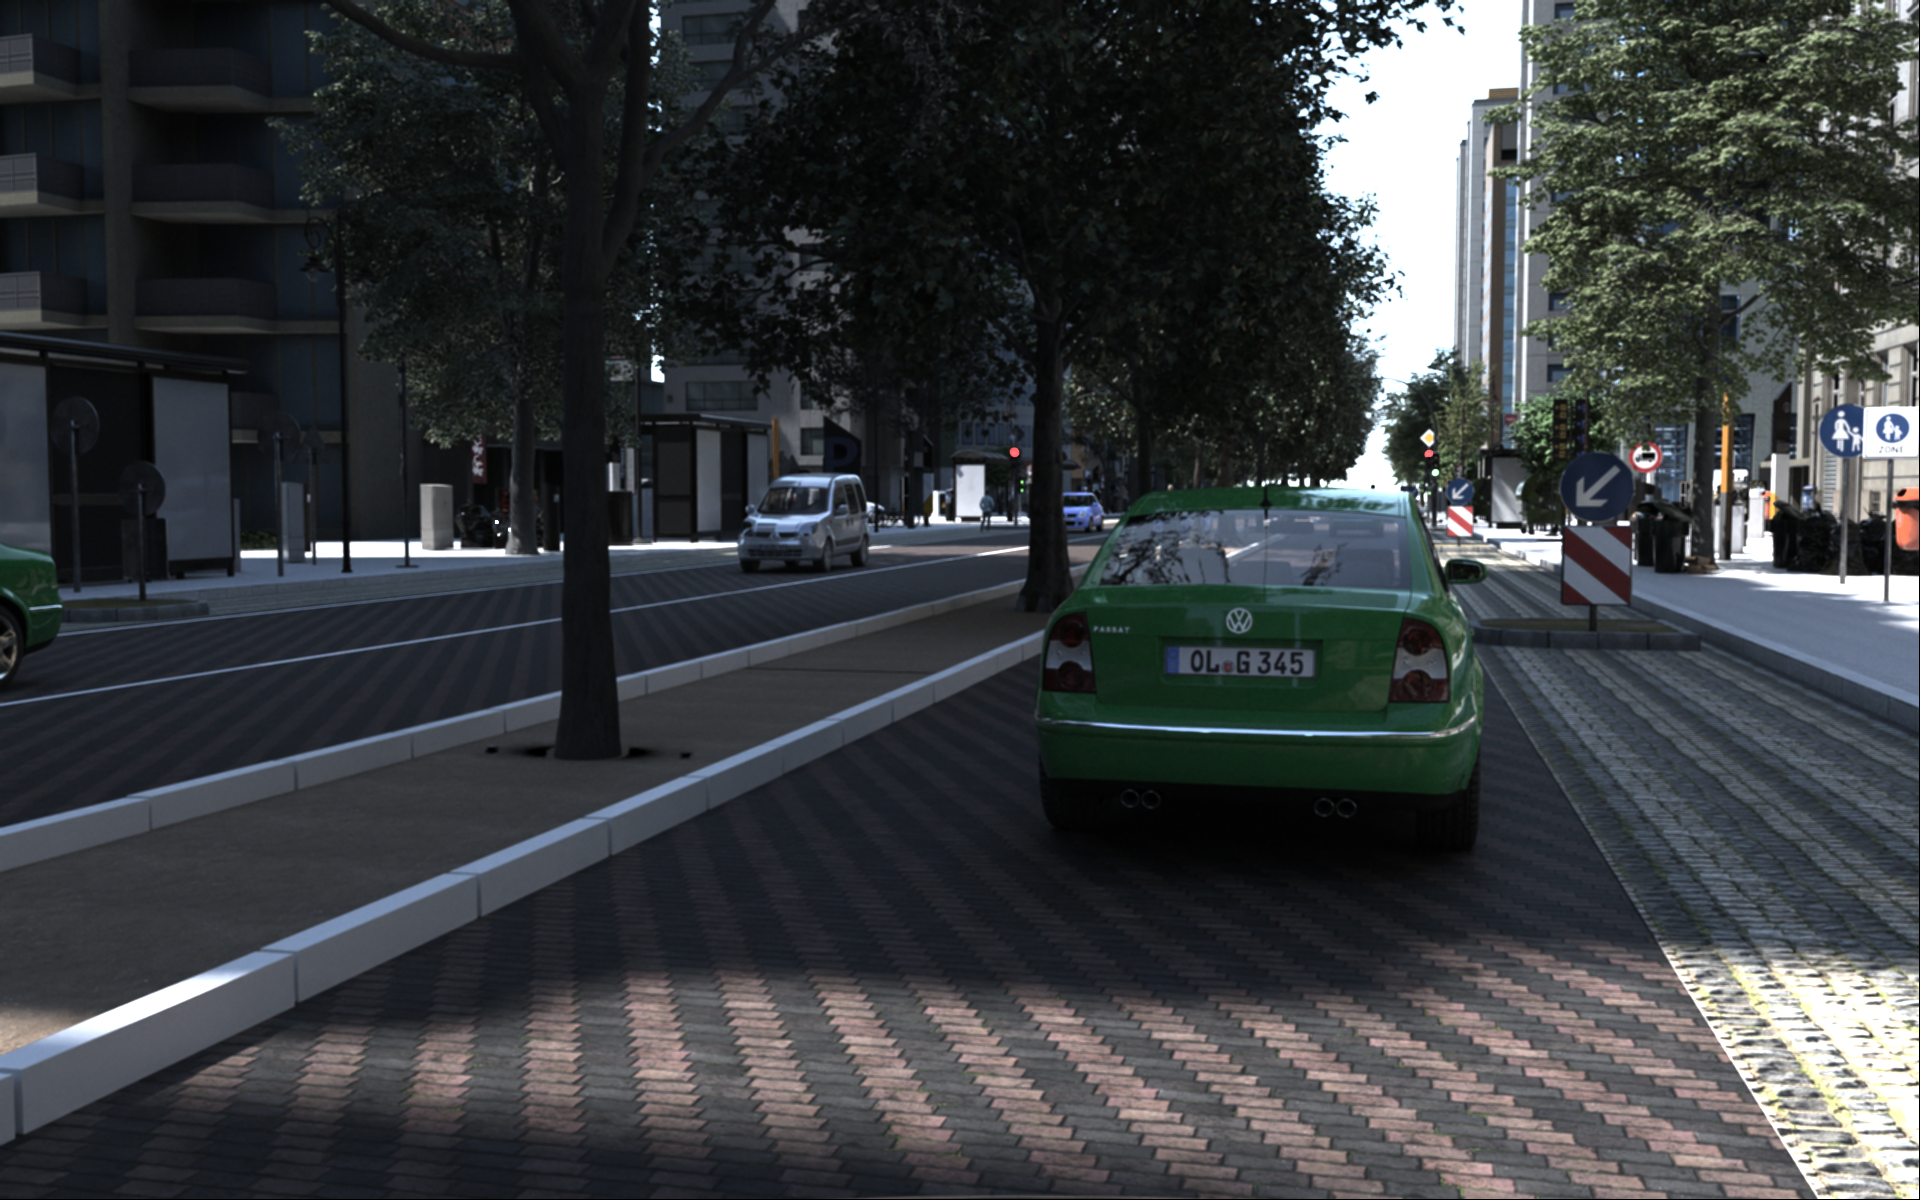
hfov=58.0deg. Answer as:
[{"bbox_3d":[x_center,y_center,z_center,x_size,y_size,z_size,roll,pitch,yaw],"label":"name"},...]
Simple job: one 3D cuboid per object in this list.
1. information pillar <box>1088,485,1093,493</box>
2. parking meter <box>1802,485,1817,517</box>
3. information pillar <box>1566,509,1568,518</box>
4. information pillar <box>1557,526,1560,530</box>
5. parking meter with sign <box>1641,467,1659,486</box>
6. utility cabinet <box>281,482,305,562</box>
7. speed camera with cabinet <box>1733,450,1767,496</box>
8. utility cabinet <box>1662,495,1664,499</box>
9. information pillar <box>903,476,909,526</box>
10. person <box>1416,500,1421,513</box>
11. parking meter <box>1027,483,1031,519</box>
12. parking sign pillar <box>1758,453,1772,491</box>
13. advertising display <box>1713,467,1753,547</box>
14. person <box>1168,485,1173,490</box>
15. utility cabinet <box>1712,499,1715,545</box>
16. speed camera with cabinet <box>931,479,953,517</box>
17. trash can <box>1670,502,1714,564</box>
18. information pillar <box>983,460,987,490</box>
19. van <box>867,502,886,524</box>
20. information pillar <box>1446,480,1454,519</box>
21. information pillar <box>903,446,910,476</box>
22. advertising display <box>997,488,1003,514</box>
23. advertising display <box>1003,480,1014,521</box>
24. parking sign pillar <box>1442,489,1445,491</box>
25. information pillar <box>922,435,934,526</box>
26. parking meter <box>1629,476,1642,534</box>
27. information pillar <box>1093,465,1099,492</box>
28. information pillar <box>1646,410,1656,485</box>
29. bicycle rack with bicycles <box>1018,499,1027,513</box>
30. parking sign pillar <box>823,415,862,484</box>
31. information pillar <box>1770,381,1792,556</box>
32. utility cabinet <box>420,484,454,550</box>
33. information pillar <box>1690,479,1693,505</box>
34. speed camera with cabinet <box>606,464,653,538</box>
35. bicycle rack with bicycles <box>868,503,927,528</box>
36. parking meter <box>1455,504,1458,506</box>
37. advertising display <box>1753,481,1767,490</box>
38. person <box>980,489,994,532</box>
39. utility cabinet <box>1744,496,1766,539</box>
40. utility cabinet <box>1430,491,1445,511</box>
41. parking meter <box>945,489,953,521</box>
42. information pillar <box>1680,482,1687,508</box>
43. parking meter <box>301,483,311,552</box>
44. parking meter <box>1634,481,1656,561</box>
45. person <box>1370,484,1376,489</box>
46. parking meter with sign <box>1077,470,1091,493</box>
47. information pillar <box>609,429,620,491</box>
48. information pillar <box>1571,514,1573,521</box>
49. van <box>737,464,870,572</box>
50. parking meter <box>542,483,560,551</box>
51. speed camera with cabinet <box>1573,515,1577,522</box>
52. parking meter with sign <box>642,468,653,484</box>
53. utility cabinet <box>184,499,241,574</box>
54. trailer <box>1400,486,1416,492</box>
[{"bbox_3d":[11.139,-8.772,147.912,0.304,2.012,0.304,0,4,-8],"label":"information pillar"},{"bbox_3d":[23.998,-2.479,48.945,0.372,1.533,0.369,0,3,0],"label":"parking meter"},{"bbox_3d":[31.995,-6.137,91.695,0.504,3.616,0.183,-2,4,-24],"label":"information pillar"},{"bbox_3d":[21.471,-4.328,62.117,0.183,3.616,0.504,2,4,24],"label":"information pillar"},{"bbox_3d":[37.552,-6.069,95.491,1.738,3.016,0.543,2,4,25],"label":"parking meter with sign"},{"bbox_3d":[-12.571,-1.465,32.628,0.318,1.500,1.173,-2,4,-28],"label":"utility cabinet"},{"bbox_3d":[35.184,-5.079,77.382,0.660,3.252,2.038,-1,4,-15],"label":"speed camera with cabinet"},{"bbox_3d":[37.870,-5.049,93.705,0.306,1.237,1.020,2,4,27],"label":"utility cabinet"},{"bbox_3d":[-2.099,-4.024,70.278,0.304,2.012,0.304,2,4,31],"label":"information pillar"},{"bbox_3d":[14.864,-2.643,56.395,0.352,1.250,0.332,3,4,37],"label":"person"},{"bbox_3d":[3.648,-5.165,90.162,0.255,1.863,0.399,0,4,-5],"label":"parking meter"},{"bbox_3d":[51.241,-7.423,109.840,1.447,3.967,1.447,-1,4,-12],"label":"parking sign pillar"},{"bbox_3d":[18.688,-2.261,42.186,0.974,1.923,0.123,2,4,34],"label":"advertising display"},{"bbox_3d":[9.368,-4.201,77.062,0.514,1.842,0.818,1,4,10],"label":"person"},{"bbox_3d":[14.643,-1.399,34.032,0.306,1.237,1.020,1,4,19],"label":"utility cabinet"},{"bbox_3d":[-0.612,-6.225,96.107,2.038,3.252,0.660,-3,4,-38],"label":"speed camera with cabinet"},{"bbox_3d":[13.547,-1.250,32.089,0.748,1.137,0.748,0,3,0],"label":"trash can"},{"bbox_3d":[1.628,-7.513,114.199,0.183,3.616,0.504,-2,4,-32],"label":"information pillar"},{"bbox_3d":[-5.292,-4.216,75.950,4.112,2.044,2.013,1,4,14],"label":"van"},{"bbox_3d":[25.267,-5.187,89.296,0.304,2.012,0.304,3,4,38],"label":"information pillar"},{"bbox_3d":[-2.633,-5.754,85.433,0.183,3.616,0.504,3,5,41],"label":"information pillar"},{"bbox_3d":[2.573,-6.393,109.747,0.123,1.923,0.974,1,4,21],"label":"advertising display"},{"bbox_3d":[2.567,-5.200,90.240,0.123,1.923,0.974,-1,4,-13],"label":"advertising display"},{"bbox_3d":[40.858,-9.563,144.828,1.447,3.967,1.447,-3,4,-37],"label":"parking sign pillar"},{"bbox_3d":[-1.270,-4.749,68.997,0.504,3.616,0.183,3,5,41],"label":"information pillar"},{"bbox_3d":[21.928,-3.091,56.254,0.255,1.863,0.399,2,4,35],"label":"parking meter"},{"bbox_3d":[10.826,-8.972,138.042,0.504,3.616,0.183,0,4,2],"label":"information pillar"},{"bbox_3d":[18.553,-3.376,46.555,0.183,3.616,0.504,3,4,37],"label":"information pillar"},{"bbox_3d":[5.088,-6.309,116.531,2.925,0.926,2.852,2,4,25],"label":"bicycle rack with bicycles"},{"bbox_3d":[-4.004,-4.317,59.048,1.447,3.967,1.447,0,4,3],"label":"parking sign pillar"},{"bbox_3d":[16.929,-2.713,35.711,0.504,3.616,0.183,-2,4,-30],"label":"information pillar"},{"bbox_3d":[-11.950,-1.893,39.626,0.318,1.500,1.173,0,4,5],"label":"utility cabinet"},{"bbox_3d":[36.760,-5.033,86.774,0.304,2.012,0.304,1,4,13],"label":"information pillar"},{"bbox_3d":[-9.956,-3.431,50.427,2.038,3.252,0.660,-2,4,-33],"label":"speed camera with cabinet"},{"bbox_3d":[-2.604,-3.246,66.454,2.925,0.926,2.852,-1,4,-20],"label":"bicycle rack with bicycles"},{"bbox_3d":[29.866,-6.002,103.846,0.399,1.863,0.255,-2,4,-27],"label":"parking meter"},{"bbox_3d":[38.161,-4.751,82.896,0.123,1.923,0.974,-1,4,-23],"label":"advertising display"},{"bbox_3d":[1.009,-3.297,64.213,0.589,1.601,0.330,2,4,28],"label":"person"},{"bbox_3d":[22.479,-2.350,49.587,1.020,1.237,0.306,2,4,31],"label":"utility cabinet"},{"bbox_3d":[36.257,-7.518,131.600,1.173,1.500,0.318,1,4,16],"label":"utility cabinet"},{"bbox_3d":[-0.497,-4.451,81.177,0.372,1.533,0.369,0,3,0],"label":"parking meter"},{"bbox_3d":[44.071,-6.175,105.460,0.304,2.012,0.304,3,5,41],"label":"information pillar"},{"bbox_3d":[-14.587,-1.832,38.369,0.372,1.533,0.369,0,3,0],"label":"parking meter"},{"bbox_3d":[13.212,-1.529,33.416,0.372,1.533,0.369,0,3,0],"label":"parking meter"},{"bbox_3d":[15.216,-3.371,63.792,0.419,1.800,0.721,1,4,21],"label":"person"},{"bbox_3d":[8.983,-8.068,128.176,0.543,3.016,1.738,-2,4,-27],"label":"parking meter with sign"},{"bbox_3d":[-9.134,-3.330,45.803,0.183,3.616,0.504,1,4,14],"label":"information pillar"},{"bbox_3d":[29.281,-4.770,82.485,0.304,2.012,0.304,1,4,17],"label":"information pillar"},{"bbox_3d":[-2.948,-1.599,33.148,2.013,2.044,4.112,1,4,11],"label":"van"},{"bbox_3d":[-9.202,-1.871,38.995,0.372,1.533,0.369,0,3,0],"label":"parking meter"},{"bbox_3d":[32.189,-5.755,88.422,2.038,3.252,0.660,0,4,-2],"label":"speed camera with cabinet"},{"bbox_3d":[-15.498,-5.504,86.257,0.543,3.016,1.738,-3,5,-39],"label":"parking meter with sign"},{"bbox_3d":[-12.200,-1.034,28.075,0.306,1.237,1.020,2,4,34],"label":"utility cabinet"},{"bbox_3d":[30.677,-6.836,118.814,1.471,1.999,3.904,1,4,13],"label":"trailer"}]
